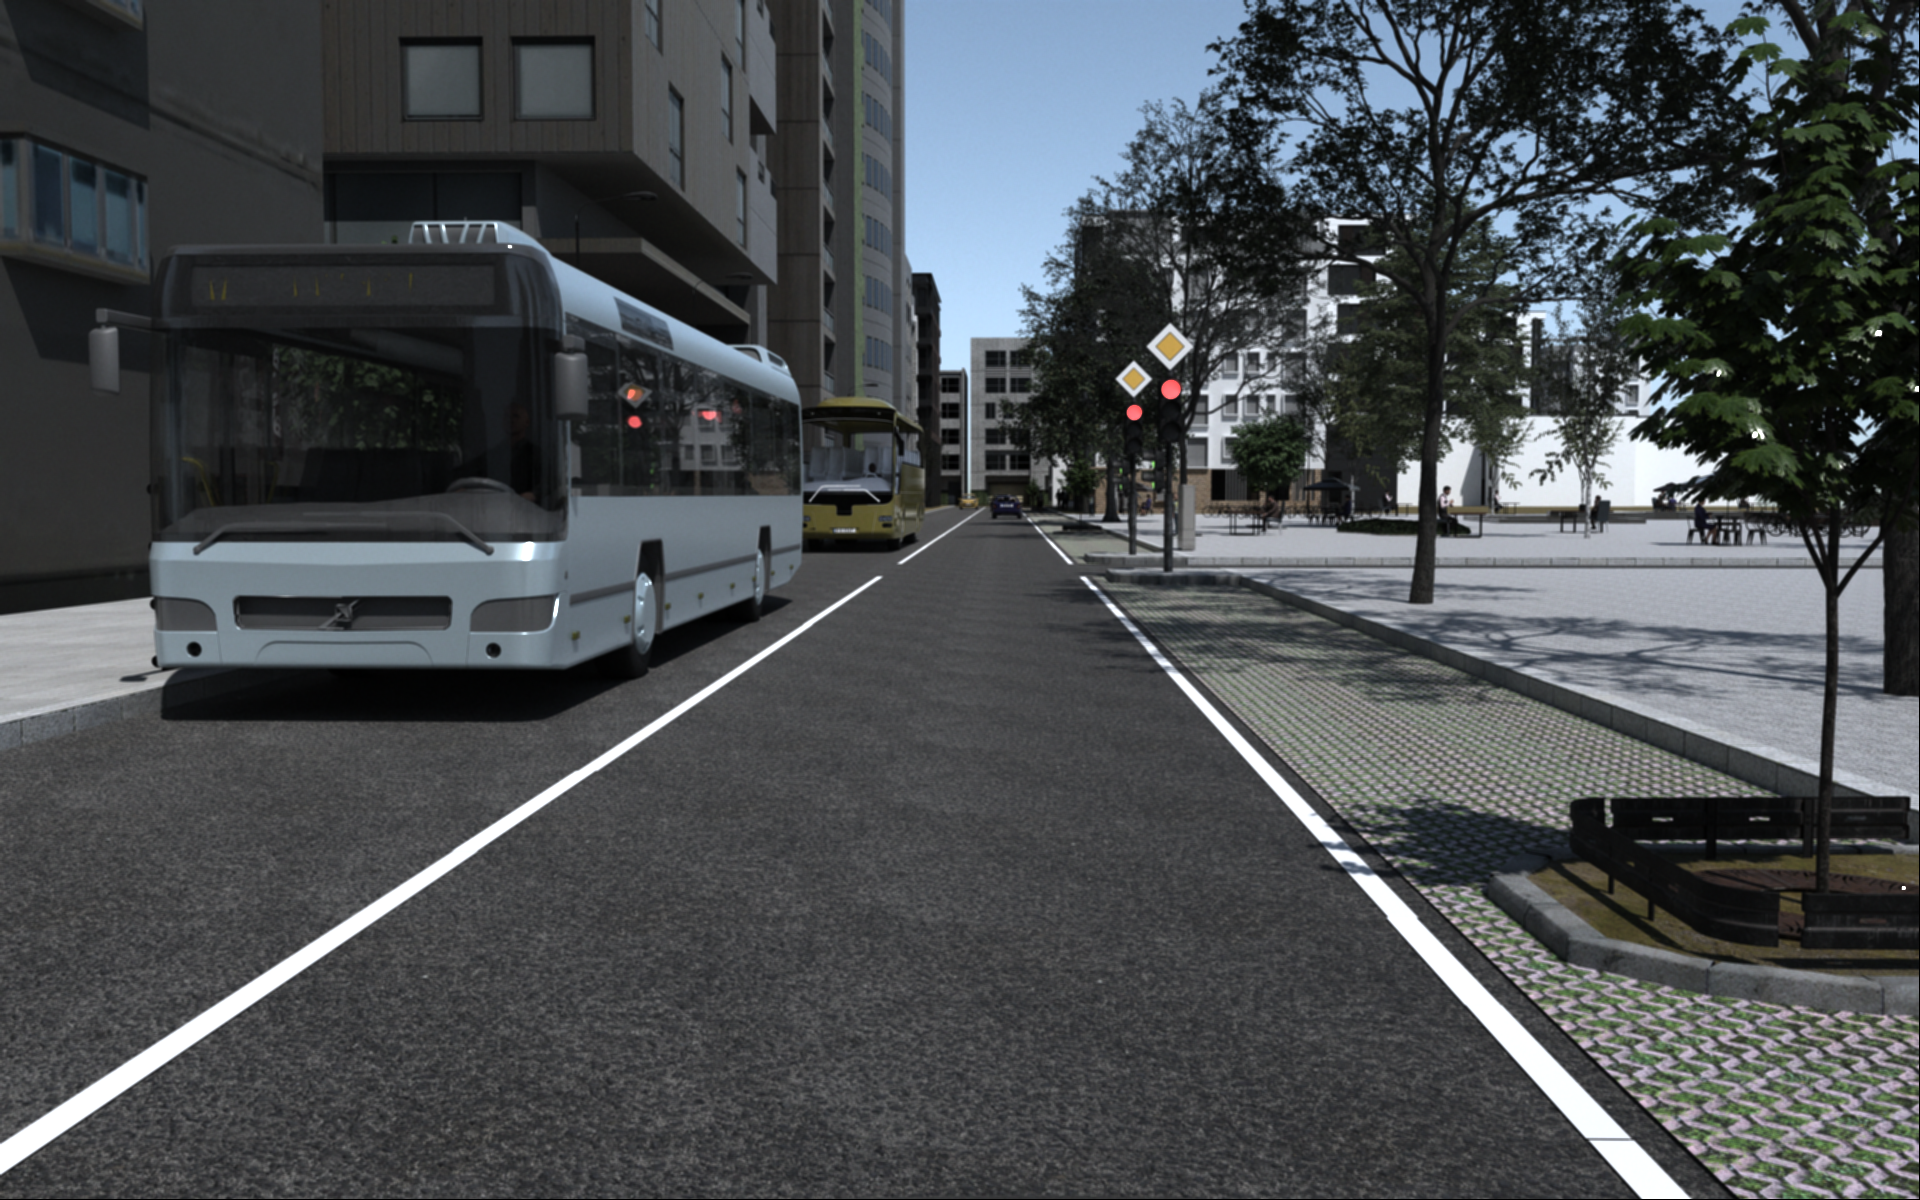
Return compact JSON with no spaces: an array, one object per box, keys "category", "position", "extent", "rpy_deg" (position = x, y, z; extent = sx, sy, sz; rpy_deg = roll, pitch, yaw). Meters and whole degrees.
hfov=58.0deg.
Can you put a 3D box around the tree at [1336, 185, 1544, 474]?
[{"category":"tree","position":[17.585,-8.893,63.536],"extent":[7.486,12.596,7.792],"rpy_deg":[0,3,0]}]

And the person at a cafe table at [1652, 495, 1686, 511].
[{"category":"person at a cafe table","position":[40.511,-5.398,99.125],"extent":[1.698,1.238,1.726],"rpy_deg":[-3,4,-38]}]

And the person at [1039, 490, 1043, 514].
[{"category":"person","position":[5.998,-7.155,126.269],"extent":[0.721,1.735,1.217],"rpy_deg":[0,4,5]}]

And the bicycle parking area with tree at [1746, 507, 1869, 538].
[{"category":"bicycle parking area with tree","position":[28.816,-4.078,53.675],"extent":[9.016,4.147,8.231],"rpy_deg":[2,4,34]}]

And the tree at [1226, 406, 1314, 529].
[{"category":"tree","position":[11.572,-4.951,64.666],"extent":[4.285,4.588,4.351],"rpy_deg":[0,3,0]}]

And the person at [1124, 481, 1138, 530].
[{"category":"person","position":[6.080,-3.331,61.234],"extent":[0.376,1.734,0.841],"rpy_deg":[-1,4,-12]}]

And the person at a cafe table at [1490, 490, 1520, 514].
[{"category":"person at a cafe table","position":[34.141,-6.160,109.233],"extent":[1.622,1.524,1.698],"rpy_deg":[-1,4,-10]}]

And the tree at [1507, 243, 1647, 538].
[{"category":"tree","position":[18.222,-6.112,50.301],"extent":[4.360,8.622,3.978],"rpy_deg":[0,3,0]}]

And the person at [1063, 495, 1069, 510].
[{"category":"person","position":[8.638,-8.246,141.658],"extent":[0.721,1.735,1.217],"rpy_deg":[1,4,23]}]

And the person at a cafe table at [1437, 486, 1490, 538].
[{"category":"person at a cafe table","position":[14.747,-2.620,51.352],"extent":[1.622,1.524,1.698],"rpy_deg":[1,4,18]}]

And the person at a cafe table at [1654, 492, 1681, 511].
[{"category":"person at a cafe table","position":[43.246,-5.947,105.753],"extent":[1.622,1.524,1.698],"rpy_deg":[2,4,26]}]

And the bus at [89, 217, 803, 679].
[{"category":"bus","position":[-3.580,-1.310,16.272],"extent":[2.948,3.499,13.247],"rpy_deg":[0,4,2]}]

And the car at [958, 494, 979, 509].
[{"category":"car","position":[0.851,-9.418,164.214],"extent":[2.015,1.641,3.980],"rpy_deg":[0,4,2]}]

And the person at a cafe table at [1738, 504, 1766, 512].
[{"category":"person at a cafe table","position":[47.781,-5.722,104.408],"extent":[1.726,1.238,1.698],"rpy_deg":[2,4,26]}]

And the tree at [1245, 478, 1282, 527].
[{"category":"tree","position":[11.699,-4.483,67.901],"extent":[1.663,3.219,1.824],"rpy_deg":[0,3,0]}]

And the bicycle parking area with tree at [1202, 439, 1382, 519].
[{"category":"bicycle parking area with tree","position":[17.615,-6.457,92.570],"extent":[9.016,4.147,8.231],"rpy_deg":[0,4,6]}]

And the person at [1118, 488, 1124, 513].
[{"category":"person","position":[10.807,-6.600,114.751],"extent":[0.742,1.727,0.445],"rpy_deg":[2,4,30]}]

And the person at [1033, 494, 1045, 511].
[{"category":"person","position":[6.513,-8.068,143.670],"extent":[1.065,1.426,0.557],"rpy_deg":[-2,4,-27]}]

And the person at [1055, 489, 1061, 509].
[{"category":"person","position":[8.672,-8.809,150.793],"extent":[0.721,1.735,1.217],"rpy_deg":[-3,4,-36]}]

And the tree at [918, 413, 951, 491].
[{"category":"tree","position":[-3.046,-12.703,158.049],"extent":[4.360,8.622,3.978],"rpy_deg":[0,3,0]}]

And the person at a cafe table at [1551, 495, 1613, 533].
[{"category":"person at a cafe table","position":[20.826,-2.845,57.377],"extent":[1.698,1.238,1.726],"rpy_deg":[-1,4,-15]}]

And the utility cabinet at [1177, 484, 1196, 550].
[{"category":"utility cabinet","position":[5.202,-1.897,39.702],"extent":[0.318,1.500,1.173],"rpy_deg":[0,4,2]}]

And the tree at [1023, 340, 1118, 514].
[{"category":"tree","position":[7.833,-11.219,109.184],"extent":[9.928,11.665,9.643],"rpy_deg":[0,3,0]}]

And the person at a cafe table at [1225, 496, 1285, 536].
[{"category":"person at a cafe table","position":[9.260,-2.645,54.111],"extent":[1.726,1.238,1.698],"rpy_deg":[0,4,2]}]

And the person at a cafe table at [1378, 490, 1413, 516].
[{"category":"person at a cafe table","position":[24.948,-5.594,99.981],"extent":[1.622,1.524,1.698],"rpy_deg":[-1,4,-18]}]

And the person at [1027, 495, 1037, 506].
[{"category":"person","position":[7.256,-9.977,172.147],"extent":[1.217,1.766,0.721],"rpy_deg":[1,4,13]}]

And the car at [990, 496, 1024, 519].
[{"category":"car","position":[2.740,-5.411,101.050],"extent":[1.945,1.354,3.894],"rpy_deg":[0,4,2]}]

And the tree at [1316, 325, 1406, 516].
[{"category":"tree","position":[17.078,-7.593,74.500],"extent":[4.737,8.622,4.395],"rpy_deg":[0,3,0]}]

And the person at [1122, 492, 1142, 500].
[{"category":"person","position":[11.303,-6.578,113.681],"extent":[1.350,1.814,0.705],"rpy_deg":[1,4,15]}]

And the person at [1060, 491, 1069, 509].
[{"category":"person","position":[8.634,-8.458,144.353],"extent":[0.705,1.821,1.348],"rpy_deg":[2,4,33]}]

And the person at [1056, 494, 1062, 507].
[{"category":"person","position":[9.080,-9.180,159.332],"extent":[0.628,1.438,0.799],"rpy_deg":[0,4,4]}]

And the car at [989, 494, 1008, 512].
[{"category":"car","position":[3.374,-8.154,143.102],"extent":[2.009,1.686,4.222],"rpy_deg":[0,4,1]}]

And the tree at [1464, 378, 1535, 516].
[{"category":"tree","position":[31.876,-9.345,103.157],"extent":[4.737,8.622,4.395],"rpy_deg":[0,3,0]}]

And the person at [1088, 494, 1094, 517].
[{"category":"person","position":[7.324,-5.302,96.643],"extent":[0.435,1.345,0.340],"rpy_deg":[1,4,17]}]

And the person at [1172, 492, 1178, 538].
[{"category":"person","position":[6.379,-2.480,50.508],"extent":[0.435,1.345,0.340],"rpy_deg":[1,4,12]}]

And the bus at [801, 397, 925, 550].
[{"category":"bus","position":[-2.564,-3.419,47.454],"extent":[2.896,3.916,12.252],"rpy_deg":[0,4,2]}]

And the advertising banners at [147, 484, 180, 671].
[{"category":"advertising banners","position":[-5.678,-1.053,13.404],"extent":[0.090,3.025,2.074],"rpy_deg":[0,4,6]}]

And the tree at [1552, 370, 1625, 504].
[{"category":"tree","position":[37.008,-9.307,102.537],"extent":[4.737,8.622,4.395],"rpy_deg":[0,3,0]}]
